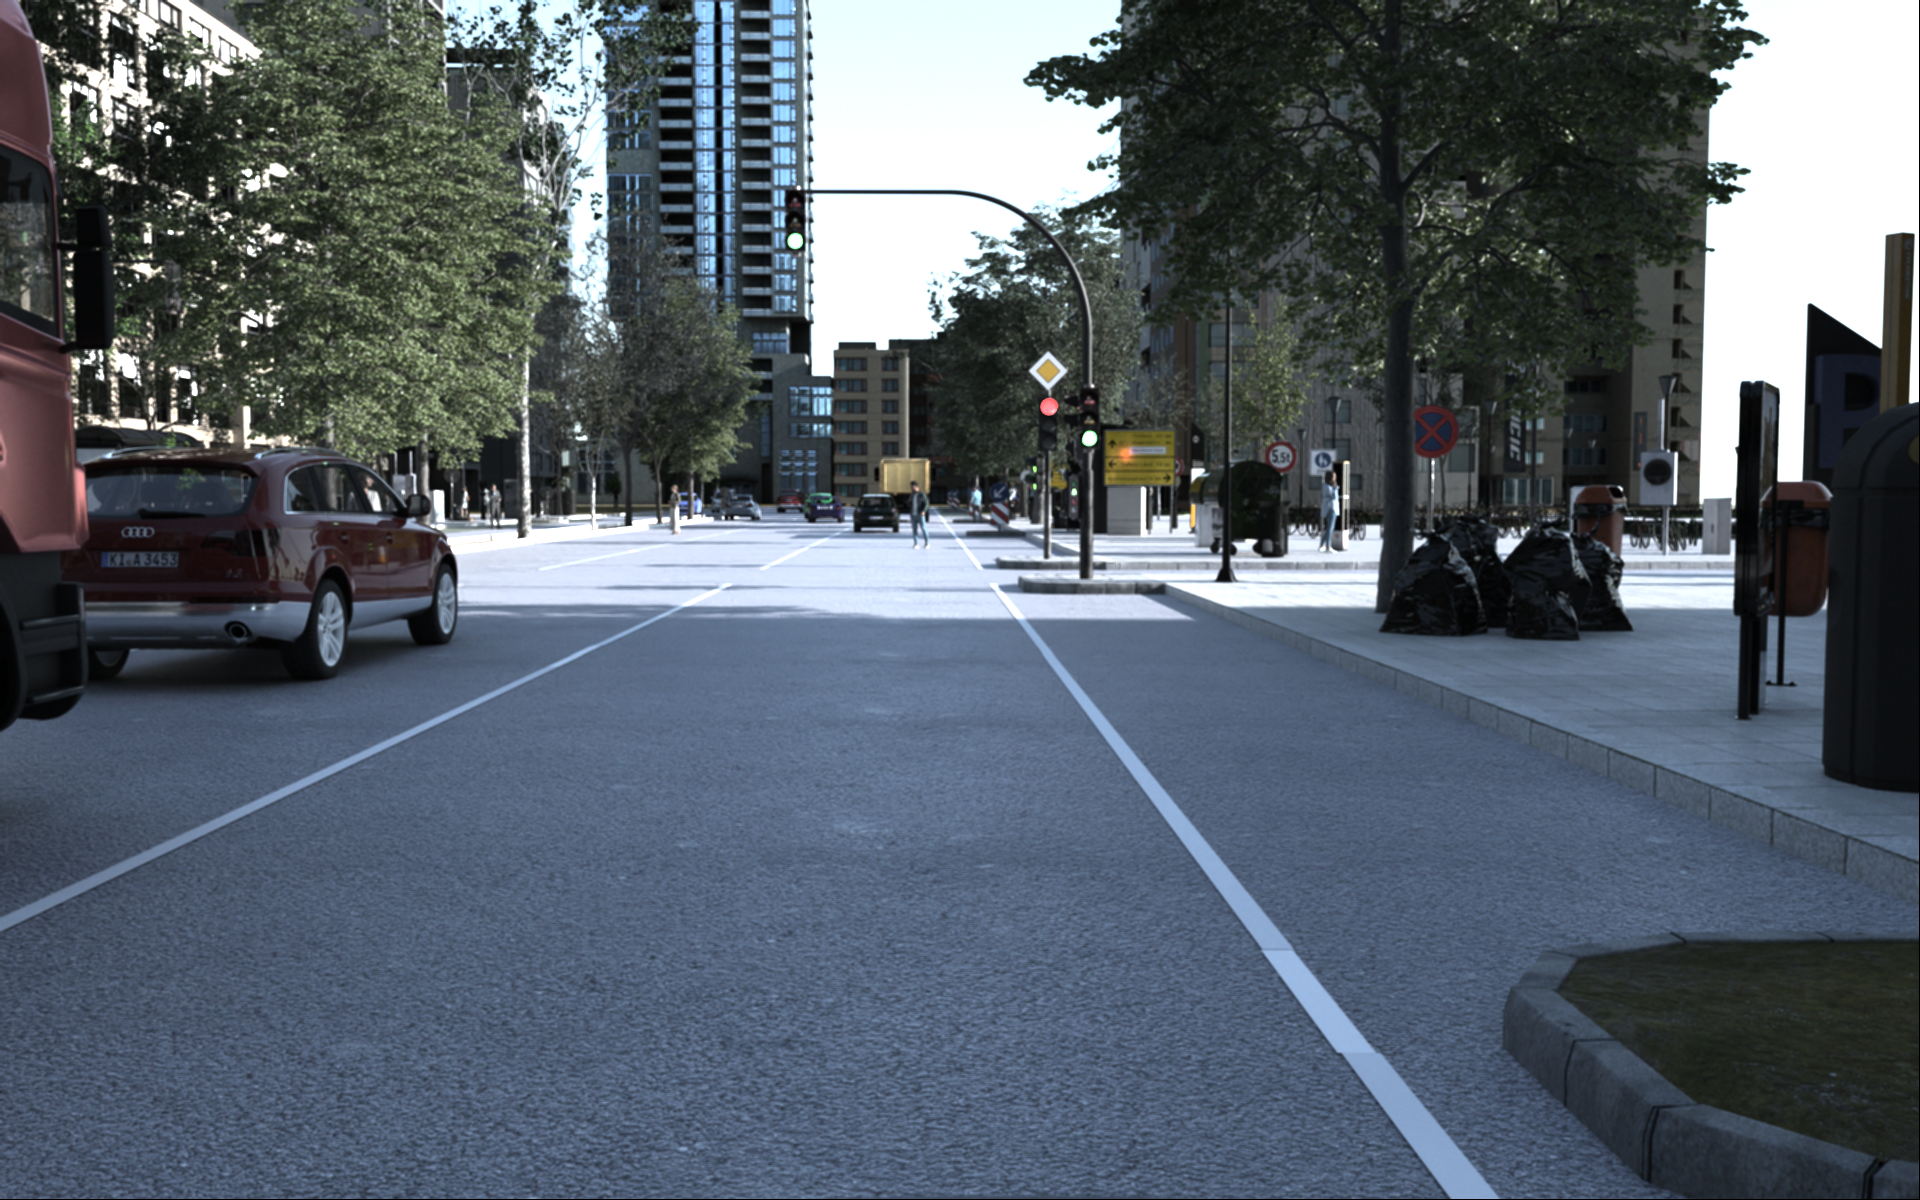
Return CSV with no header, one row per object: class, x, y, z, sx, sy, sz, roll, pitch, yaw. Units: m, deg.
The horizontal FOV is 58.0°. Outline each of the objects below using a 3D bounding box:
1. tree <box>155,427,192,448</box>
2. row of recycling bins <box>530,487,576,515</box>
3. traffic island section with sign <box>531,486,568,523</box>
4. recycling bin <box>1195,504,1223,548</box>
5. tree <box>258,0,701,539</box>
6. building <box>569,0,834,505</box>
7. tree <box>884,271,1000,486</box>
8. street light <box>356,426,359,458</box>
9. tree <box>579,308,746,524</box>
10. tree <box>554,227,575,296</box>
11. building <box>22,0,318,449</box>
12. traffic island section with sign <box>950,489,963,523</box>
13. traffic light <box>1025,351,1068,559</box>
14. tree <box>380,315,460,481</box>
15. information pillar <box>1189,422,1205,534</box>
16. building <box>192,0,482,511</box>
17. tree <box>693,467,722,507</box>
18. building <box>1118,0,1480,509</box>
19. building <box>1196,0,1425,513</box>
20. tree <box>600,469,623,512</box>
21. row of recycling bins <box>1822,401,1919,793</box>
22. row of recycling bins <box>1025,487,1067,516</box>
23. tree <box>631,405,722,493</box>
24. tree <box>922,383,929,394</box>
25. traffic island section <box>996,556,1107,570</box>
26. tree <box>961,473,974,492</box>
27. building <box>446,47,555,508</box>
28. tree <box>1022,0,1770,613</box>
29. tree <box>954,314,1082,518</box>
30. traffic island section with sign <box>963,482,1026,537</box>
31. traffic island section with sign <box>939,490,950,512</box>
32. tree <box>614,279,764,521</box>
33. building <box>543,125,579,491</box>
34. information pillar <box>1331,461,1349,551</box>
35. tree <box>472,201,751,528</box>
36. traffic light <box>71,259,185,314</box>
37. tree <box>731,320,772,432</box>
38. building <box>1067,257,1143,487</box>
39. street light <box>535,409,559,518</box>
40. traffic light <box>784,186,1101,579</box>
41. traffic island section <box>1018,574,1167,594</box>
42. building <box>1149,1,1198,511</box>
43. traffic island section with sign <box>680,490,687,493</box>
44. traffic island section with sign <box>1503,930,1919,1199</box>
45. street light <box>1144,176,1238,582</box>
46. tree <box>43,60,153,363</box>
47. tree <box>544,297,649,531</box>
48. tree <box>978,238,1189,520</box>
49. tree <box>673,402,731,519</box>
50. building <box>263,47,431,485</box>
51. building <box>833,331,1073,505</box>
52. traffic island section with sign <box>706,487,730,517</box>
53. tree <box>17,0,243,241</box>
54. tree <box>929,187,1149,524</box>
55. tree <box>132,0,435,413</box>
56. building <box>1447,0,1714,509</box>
tree,-22.620,-3.372,49.735,1.663,3.219,1.824,0,3,0
row of recycling bins,-25.252,-6.068,106.319,3.534,1.692,1.069,1,4,9
traffic island section with sign,-20.494,-4.717,85.756,1.989,1.847,2.006,0,4,-1
recycling bin,6.067,-1.789,41.797,0.722,1.027,0.722,0,3,0
tree,-14.813,-11.977,54.178,12.611,20.169,13.585,0,3,0
building,-31.217,-55.186,214.966,31.000,86.520,22.319,0,4,-1
tree,0.006,-17.904,148.625,12.611,20.169,13.585,0,3,0
street light,-21.760,-5.599,64.084,1.470,5.913,1.316,0,4,-1
tree,-14.356,-8.934,82.948,8.767,10.594,7.601,0,4,-1
tree,-13.832,-7.567,44.299,7.486,12.596,7.792,0,3,0
building,-46.971,-17.141,84.772,19.350,26.468,34.151,0,4,-1
traffic island section with sign,0.632,-4.740,86.128,1.989,1.847,2.006,0,4,-1
traffic light,1.709,-2.761,34.067,0.839,4.253,0.868,0,4,-1
tree,-23.790,-8.327,70.551,7.601,10.594,8.767,0,4,6
information pillar,7.715,-3.975,56.352,0.504,3.616,0.183,-1,4,-23
building,-48.458,-42.428,131.945,20.563,71.187,20.611,0,4,-1
tree,-24.765,-11.354,169.350,4.285,4.588,4.351,0,3,0
building,29.326,-34.750,157.395,28.713,52.752,27.495,0,4,-1
building,23.442,-26.728,120.604,14.154,41.232,14.086,0,4,-1
tree,-24.453,-7.864,123.180,1.663,3.219,1.824,0,3,0
row of recycling bins,5.288,0.018,6.818,1.069,1.692,3.534,-3,5,-45
row of recycling bins,5.163,-6.075,106.446,1.069,1.692,3.534,3,5,44
tree,-25.290,-15.124,153.932,9.857,13.997,8.962,0,3,0
tree,2.739,-12.386,109.169,9.857,13.997,8.962,0,3,0
traffic island section,1.749,-0.728,34.182,2.009,0.180,2.903,0,4,-1
tree,1.645,-12.761,159.001,4.360,8.622,3.978,0,3,0
building,-45.973,-29.261,162.017,14.086,41.232,14.154,0,4,-1
tree,4.519,-6.157,18.800,7.486,12.596,7.792,0,3,0
tree,3.526,-10.267,93.618,9.928,11.665,9.643,0,3,0
traffic island section with sign,1.212,-3.092,59.179,1.989,1.847,2.006,0,4,-1
traffic island section with sign,-0.470,-7.798,136.131,1.989,1.847,2.006,0,4,-1
tree,-14.193,-10.394,90.522,7.486,12.596,7.792,0,3,0
building,-63.274,-36.518,216.669,30.456,49.044,23.786,0,4,-1
information pillar,8.577,-2.117,39.102,0.304,2.012,0.304,2,4,34
tree,-13.915,-9.759,72.384,12.009,13.543,11.850,0,3,0
traffic light,-17.557,-3.609,33.670,4.771,5.953,1.251,0,4,-1
tree,-26.026,-20.079,184.185,12.611,20.169,13.585,0,3,0
building,20.661,-27.072,214.331,14.107,30.474,14.160,0,4,-1
street light,-22.435,-7.442,94.225,1.470,5.913,1.316,0,4,-1
traffic light,-0.207,-3.133,25.897,4.771,5.953,1.251,0,4,-1
traffic island section,1.923,-0.240,26.199,2.009,0.180,2.903,0,4,-1
building,22.776,-29.711,135.884,14.600,45.320,14.200,0,4,-1
traffic island section with sign,-21.569,-7.758,135.466,1.989,1.847,2.006,0,4,-1
traffic island section with sign,2.409,0.281,4.028,1.989,1.847,2.006,0,4,-1
street light,3.360,-3.221,25.207,1.470,5.913,1.316,0,4,-1
tree,-22.419,-6.948,39.350,9.928,11.665,9.643,0,3,0
tree,-13.643,-6.816,64.268,4.360,8.622,3.978,0,3,0
tree,3.500,-6.079,49.750,4.360,8.622,3.978,0,3,0
tree,-14.427,-8.797,96.650,4.360,8.622,3.978,0,3,0
building,-44.603,-21.054,115.940,14.160,30.474,14.107,0,4,-1
building,-0.982,-22.984,220.820,28.899,21.520,27.650,0,4,-1
traffic island section with sign,-14.821,-6.147,108.641,2.006,1.907,1.989,0,4,-1
tree,-13.140,-5.216,22.151,8.767,10.594,7.601,0,4,-1
tree,3.350,-10.218,73.714,9.857,13.997,8.962,0,3,0
tree,-13.199,-7.054,35.921,7.486,12.596,7.792,0,3,0
building,57.304,-32.898,161.587,21.600,48.544,21.300,0,4,-1
